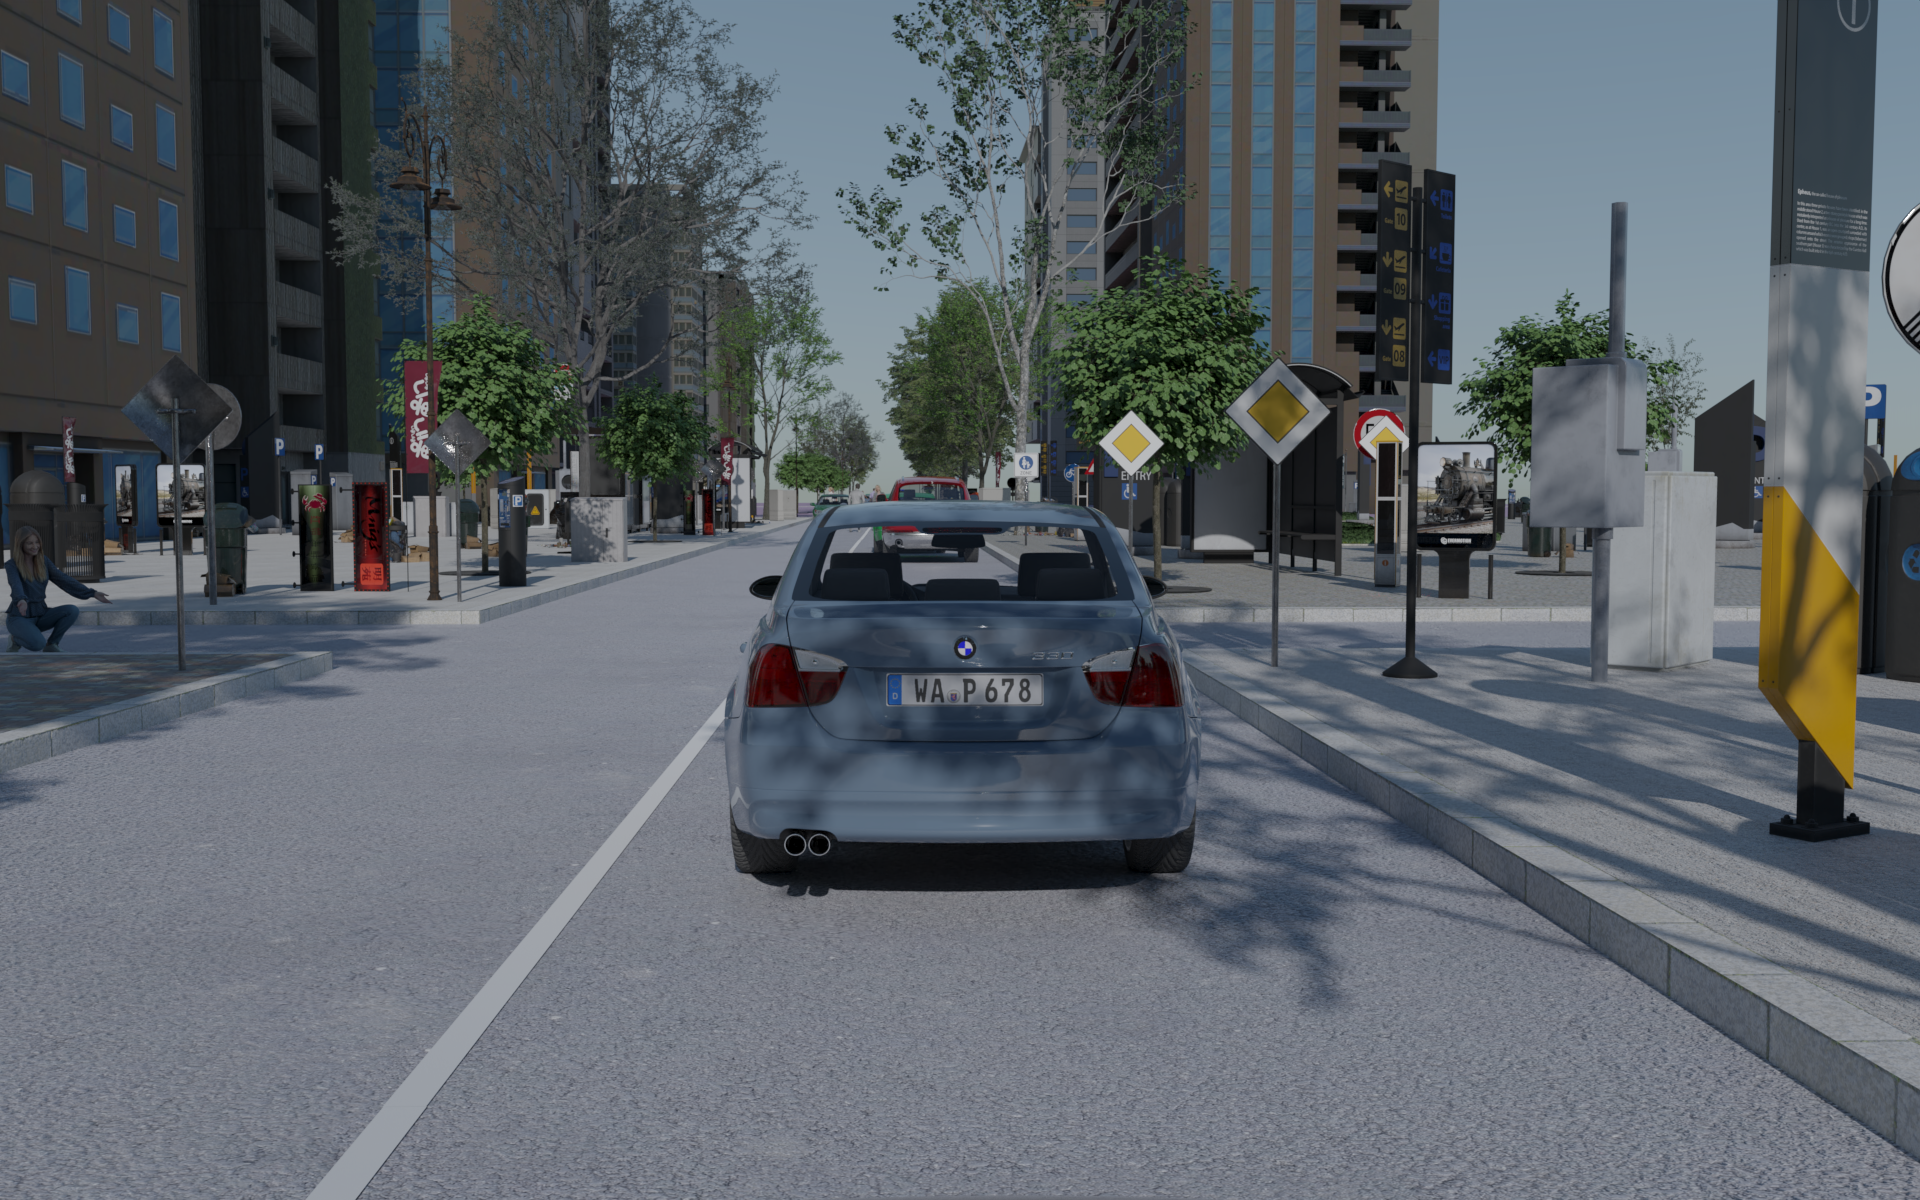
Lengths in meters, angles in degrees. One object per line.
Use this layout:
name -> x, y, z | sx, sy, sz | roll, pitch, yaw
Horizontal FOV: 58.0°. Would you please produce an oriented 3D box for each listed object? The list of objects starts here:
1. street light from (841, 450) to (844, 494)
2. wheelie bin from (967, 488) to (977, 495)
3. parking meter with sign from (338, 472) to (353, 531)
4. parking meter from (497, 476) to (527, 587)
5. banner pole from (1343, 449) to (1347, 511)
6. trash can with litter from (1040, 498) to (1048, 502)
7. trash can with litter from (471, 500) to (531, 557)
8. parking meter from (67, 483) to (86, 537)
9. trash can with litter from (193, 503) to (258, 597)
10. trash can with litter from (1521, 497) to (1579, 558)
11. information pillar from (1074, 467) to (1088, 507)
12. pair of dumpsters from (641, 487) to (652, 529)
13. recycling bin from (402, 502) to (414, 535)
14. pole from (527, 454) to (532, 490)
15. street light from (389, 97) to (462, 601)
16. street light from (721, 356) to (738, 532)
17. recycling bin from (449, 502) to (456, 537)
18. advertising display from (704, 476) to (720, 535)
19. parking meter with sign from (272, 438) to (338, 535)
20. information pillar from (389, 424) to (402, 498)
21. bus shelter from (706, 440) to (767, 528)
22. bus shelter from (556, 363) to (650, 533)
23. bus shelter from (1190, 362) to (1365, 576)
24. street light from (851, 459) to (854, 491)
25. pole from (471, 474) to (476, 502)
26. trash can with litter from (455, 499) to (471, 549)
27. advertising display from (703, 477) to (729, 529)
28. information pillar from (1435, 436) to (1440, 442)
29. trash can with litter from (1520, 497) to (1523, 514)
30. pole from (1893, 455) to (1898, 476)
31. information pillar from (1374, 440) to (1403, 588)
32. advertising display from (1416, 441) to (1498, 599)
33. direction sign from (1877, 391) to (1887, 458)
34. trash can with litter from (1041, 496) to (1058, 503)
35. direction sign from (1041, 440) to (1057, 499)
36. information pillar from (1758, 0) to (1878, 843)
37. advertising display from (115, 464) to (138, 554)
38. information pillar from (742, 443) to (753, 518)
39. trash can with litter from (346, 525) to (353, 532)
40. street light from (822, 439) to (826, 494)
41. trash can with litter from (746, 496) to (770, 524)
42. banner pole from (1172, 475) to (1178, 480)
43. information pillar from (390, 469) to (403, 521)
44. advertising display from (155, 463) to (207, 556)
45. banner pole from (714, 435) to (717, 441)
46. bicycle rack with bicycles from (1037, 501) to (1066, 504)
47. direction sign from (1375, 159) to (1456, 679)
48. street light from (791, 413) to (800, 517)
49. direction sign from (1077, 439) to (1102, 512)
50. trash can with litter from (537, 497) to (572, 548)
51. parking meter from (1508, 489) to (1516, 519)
street light -> -12.200, -12.690, 180.267 | 0.468, 5.910, 1.993 | 0, 4, -2
wheelie bin -> 0.635, -5.159, 92.259 | 0.980, 1.594, 0.693 | 0, 3, 0
parking meter with sign -> -21.821, -3.971, 61.187 | 0.543, 3.016, 1.738 | 3, 4, 38
parking meter -> -6.227, -0.958, 24.074 | 0.372, 1.533, 0.369 | 0, 3, 0
banner pole -> 21.162, -6.453, 95.527 | 0.401, 3.779, 0.863 | 3, 5, 43
trash can with litter -> 2.498, -2.851, 57.993 | 1.055, 1.170, 0.624 | 0, 4, 3
trash can with litter -> -9.267, -1.459, 35.242 | 1.055, 1.170, 0.624 | 1, 4, 22
parking meter -> -19.713, -1.850, 38.663 | 0.372, 1.533, 0.369 | 0, 3, 0
trash can with litter -> -9.279, -0.647, 21.972 | 0.624, 1.170, 1.055 | -1, 4, -17
trash can with litter -> 12.036, -1.457, 35.207 | 1.055, 1.170, 0.624 | 1, 4, 15
information pillar -> 3.284, -2.602, 47.043 | 0.304, 2.012, 0.304 | -1, 4, -15
pair of dumpsters -> -12.109, -3.757, 63.925 | 1.574, 2.255, 4.437 | 0, 4, -2
recycling bin -> -17.649, -2.609, 55.214 | 0.722, 1.027, 0.722 | 0, 4, 3
pole -> -16.091, -4.336, 64.744 | 0.158, 3.312, 0.155 | 0, 3, 0
street light -> -6.348, -2.933, 20.745 | 0.468, 5.910, 1.993 | 0, 4, -2
street light -> -7.729, -5.219, 58.118 | 0.468, 5.910, 1.993 | 0, 4, -2
recycling bin -> -15.353, -2.456, 52.707 | 0.722, 1.027, 0.722 | 2, 4, 30
advertising display -> -7.880, -3.043, 54.969 | 0.123, 1.923, 0.974 | -1, 4, -19
parking meter with sign -> -20.357, -3.516, 53.745 | 1.738, 3.016, 0.543 | 1, 4, 10
information pillar -> -18.890, -4.070, 57.897 | 0.504, 3.616, 0.183 | 3, 4, 39
bus shelter -> -8.673, -4.482, 67.209 | 2.014, 3.302, 5.546 | 0, 4, -2
bus shelter -> -11.483, -4.786, 55.886 | 2.179, 5.291, 8.768 | 0, 4, -2
bus shelter -> 5.123, -2.172, 29.436 | 2.014, 3.302, 5.546 | 0, 4, -2
street light -> -13.517, -14.974, 217.617 | 0.468, 5.910, 1.993 | 0, 4, -2
pole -> -19.014, -4.515, 67.658 | 0.158, 3.312, 0.155 | 0, 3, 0
trash can with litter -> -11.441, -1.789, 40.630 | 0.624, 1.170, 1.055 | -2, 4, -32
advertising display -> -8.916, -3.554, 63.324 | 0.974, 1.923, 0.123 | 1, 4, 10
information pillar -> 19.289, -4.803, 69.889 | 0.183, 3.616, 0.504 | -1, 4, -12
trash can with litter -> 25.213, -3.984, 76.523 | 0.624, 1.170, 1.055 | -1, 4, -18
pole -> 48.703, -5.895, 90.234 | 0.158, 3.312, 0.155 | 0, 3, 0
information pillar -> 5.910, -1.186, 23.888 | 0.304, 2.012, 0.304 | 2, 4, 27
advertising display -> 6.075, -0.981, 21.245 | 0.974, 1.923, 0.123 | 1, 4, 21
direction sign -> 19.970, -2.789, 37.604 | 0.379, 3.537, 0.876 | 1, 4, 19
trash can with litter -> 2.372, -2.620, 53.893 | 2.233, 1.210, 1.678 | 0, 4, -3
direction sign -> 3.764, -4.985, 73.497 | 0.876, 3.537, 0.379 | 3, 5, 43
information pillar -> 3.172, -0.919, 6.383 | 0.504, 3.616, 0.183 | -2, 4, -30
advertising display -> -18.105, -1.983, 37.630 | 0.974, 1.923, 0.123 | 3, 5, 45
information pillar -> -9.802, -5.429, 80.118 | 0.504, 3.616, 0.183 | 0, 4, 1
trash can with litter -> -18.912, -2.665, 54.954 | 1.055, 1.170, 0.624 | -3, 4, -39
street light -> -10.562, -9.892, 134.524 | 0.468, 5.910, 1.993 | 0, 4, -2
trash can with litter -> -9.132, -3.952, 75.677 | 1.678, 1.210, 2.233 | 0, 4, -4
banner pole -> 10.424, -5.721, 83.557 | 0.401, 3.779, 0.863 | -3, 5, -41
information pillar -> -16.315, -2.793, 50.161 | 0.304, 2.012, 0.304 | -1, 4, -23
advertising display -> -16.241, -1.892, 36.155 | 0.974, 1.923, 0.123 | -1, 4, -13
banner pole -> -10.206, -5.128, 73.859 | 0.863, 3.779, 0.401 | 1, 4, 17
bicycle rack with bicycles -> 3.493, -4.394, 85.216 | 2.925, 0.926, 2.852 | -1, 4, -17
direction sign -> 3.169, -1.229, 12.093 | 0.876, 3.537, 0.379 | -3, 5, -41
street light -> -9.181, -7.608, 97.177 | 0.468, 5.910, 1.993 | 0, 4, -2
direction sign -> 2.517, -2.388, 31.038 | 0.876, 3.537, 0.379 | 1, 4, 18
trash can with litter -> -9.672, -1.900, 42.125 | 1.678, 1.210, 2.233 | 0, 4, 0
parking meter -> 28.000, -4.862, 87.903 | 0.372, 1.533, 0.369 | 0, 3, 0
